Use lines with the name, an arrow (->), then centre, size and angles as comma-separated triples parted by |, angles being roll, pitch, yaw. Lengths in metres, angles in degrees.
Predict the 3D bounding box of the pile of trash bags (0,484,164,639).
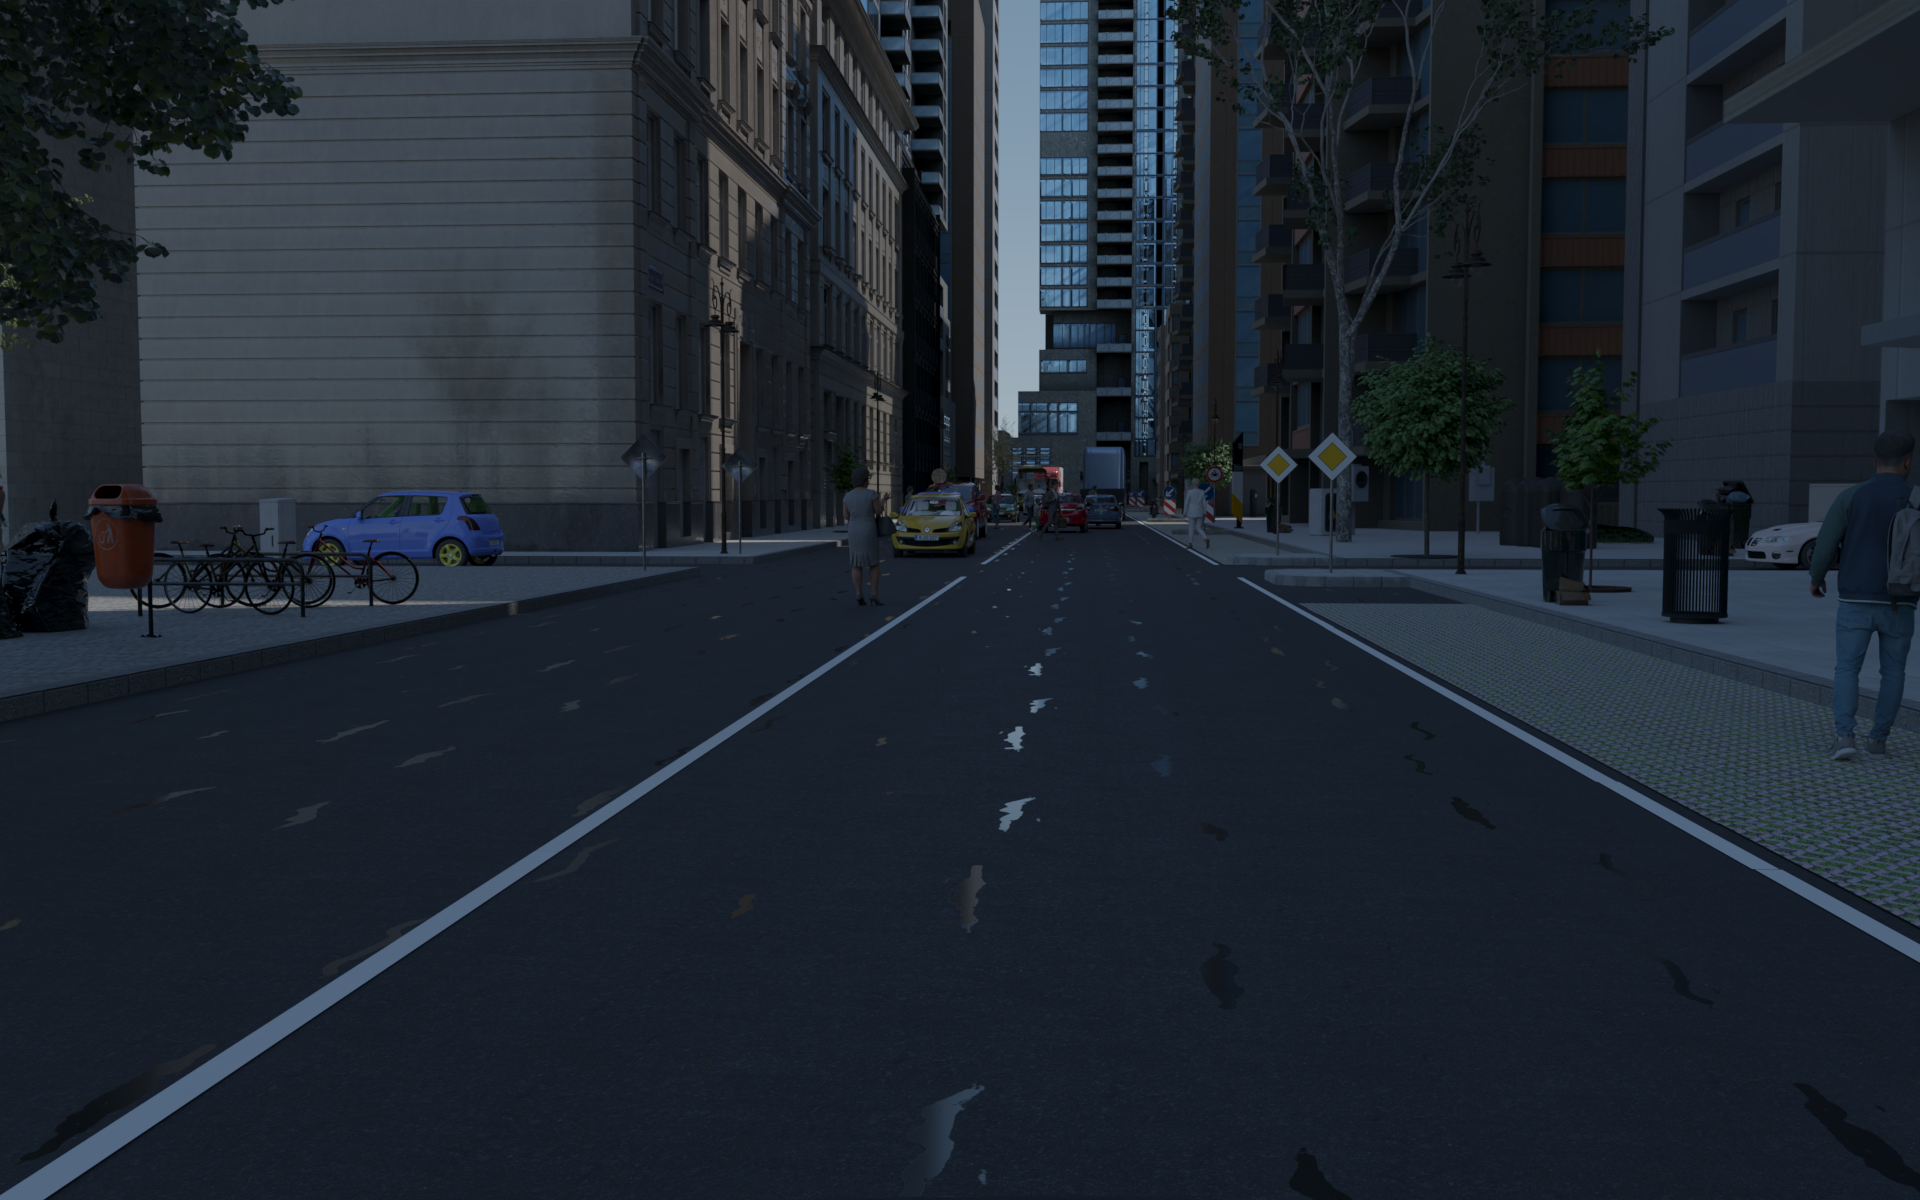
pile of trash bags -> -8.648, -0.371, 15.822 | 3.447, 1.369, 1.912 | 1, 4, 22

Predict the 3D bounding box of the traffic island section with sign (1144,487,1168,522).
traffic island section with sign -> 10.567, -4.886, 88.510 | 1.989, 1.847, 2.006 | 0, 4, 4

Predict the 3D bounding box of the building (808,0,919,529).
building -> -11.322, -14.953, 77.766 | 16.112, 22.955, 30.059 | 0, 4, 4

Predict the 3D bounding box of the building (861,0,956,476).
building -> -11.076, -49.813, 127.120 | 22.319, 86.520, 31.000 | 0, 4, 4

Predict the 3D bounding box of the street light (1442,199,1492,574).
street light -> 8.021, -3.350, 27.555 | 0.468, 5.910, 1.993 | 0, 4, 4

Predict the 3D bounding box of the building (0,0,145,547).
building -> -29.482, -11.596, 44.349 | 16.860, 20.320, 10.420 | 0, 4, 4

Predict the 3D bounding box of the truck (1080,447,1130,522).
truck -> 7.618, -6.333, 93.304 | 2.967, 4.110, 18.799 | 0, 4, 6

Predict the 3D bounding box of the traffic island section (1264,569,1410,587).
traffic island section -> 6.051, -0.361, 28.181 | 2.009, 0.180, 2.903 | 0, 4, 4

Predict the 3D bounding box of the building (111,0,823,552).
building -> -11.825, -15.455, 49.945 | 12.463, 27.353, 25.104 | 0, 4, 4

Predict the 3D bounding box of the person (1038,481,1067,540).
person -> 2.896, -2.801, 54.255 | 0.822, 1.834, 0.622 | 2, 4, 31

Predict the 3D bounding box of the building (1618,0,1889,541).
building -> 34.105, -30.649, 43.104 | 28.212, 58.520, 21.231 | 0, 4, 4

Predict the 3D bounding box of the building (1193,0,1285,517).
building -> 21.308, -27.677, 102.631 | 14.600, 45.320, 14.200 | 0, 4, 4

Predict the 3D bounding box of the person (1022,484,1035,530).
person -> 2.740, -3.744, 69.563 | 0.795, 1.843, 0.661 | 3, 5, 39

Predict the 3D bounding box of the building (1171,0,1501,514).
building -> 28.706, -29.713, 140.436 | 22.147, 44.769, 28.867 | 0, 4, 4

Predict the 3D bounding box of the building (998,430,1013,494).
building -> -7.725, -37.992, 210.401 | 27.495, 52.752, 28.713 | 0, 4, 4

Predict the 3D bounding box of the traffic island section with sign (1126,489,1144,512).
traffic island section with sign -> 14.254, -7.909, 137.939 | 1.989, 1.847, 2.006 | 0, 4, 4

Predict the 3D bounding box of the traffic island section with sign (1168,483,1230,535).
traffic island section with sign -> 8.557, -3.242, 61.629 | 1.989, 1.847, 2.006 | 0, 4, 4

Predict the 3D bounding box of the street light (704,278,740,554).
street light -> -5.081, -3.935, 37.130 | 0.468, 5.910, 1.993 | 0, 4, 4

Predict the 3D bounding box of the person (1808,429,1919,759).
person -> 4.959, -0.030, 9.341 | 0.623, 1.781, 0.721 | 1, 4, 12

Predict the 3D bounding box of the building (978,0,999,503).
building -> -10.273, -38.806, 176.471 | 28.212, 58.520, 21.231 | 0, 4, 4

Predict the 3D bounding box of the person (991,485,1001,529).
person -> 1.484, -3.849, 71.440 | 0.388, 1.821, 0.555 | -2, 4, -35

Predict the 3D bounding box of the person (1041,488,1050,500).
person -> 5.762, -6.443, 113.775 | 1.348, 1.831, 0.705 | -2, 4, -32

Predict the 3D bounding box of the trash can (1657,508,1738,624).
trash can -> 7.330, -0.343, 17.256 | 0.748, 1.137, 0.748 | 0, 3, 0

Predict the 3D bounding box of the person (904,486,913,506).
person -> -1.704, -3.056, 59.471 | 0.522, 1.701, 0.512 | -3, 5, -44

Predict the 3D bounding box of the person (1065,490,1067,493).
person -> 8.719, -8.160, 142.696 | 1.217, 1.735, 0.721 | 0, 4, 7

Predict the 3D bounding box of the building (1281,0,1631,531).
building -> 23.816, -25.479, 71.213 | 22.147, 44.769, 28.867 | 0, 4, 4

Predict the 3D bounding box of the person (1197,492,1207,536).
person -> 8.155, -2.913, 58.725 | 0.503, 1.515, 0.523 | 2, 4, 31

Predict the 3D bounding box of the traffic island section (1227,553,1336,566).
traffic island section -> 6.645, -0.848, 36.144 | 2.009, 0.180, 2.903 | 0, 4, 4

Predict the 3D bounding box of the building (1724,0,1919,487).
building -> 23.482, -25.775, 10.660 | 28.713, 52.752, 27.495 | 0, 4, 4

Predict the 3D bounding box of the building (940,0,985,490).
building -> -5.204, -30.634, 150.977 | 14.600, 45.320, 14.200 | 0, 4, 4

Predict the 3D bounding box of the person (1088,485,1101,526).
person -> 5.994, -4.261, 78.268 | 0.850, 1.850, 0.679 | 2, 4, 27

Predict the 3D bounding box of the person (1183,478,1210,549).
person -> 6.105, -2.216, 44.608 | 0.514, 1.842, 0.818 | -2, 4, -34

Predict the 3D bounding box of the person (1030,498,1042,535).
person -> 2.652, -2.911, 60.346 | 0.590, 1.304, 0.306 | -3, 4, -39

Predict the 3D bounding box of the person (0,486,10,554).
person -> -18.643, -1.527, 33.435 | 0.580, 1.828, 0.573 | 3, 4, 36

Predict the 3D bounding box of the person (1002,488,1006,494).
person -> 2.842, -6.130, 109.005 | 0.850, 1.792, 0.678 | 0, 4, 3

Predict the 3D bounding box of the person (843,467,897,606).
person -> -1.130, -0.823, 22.314 | 0.716, 1.782, 0.532 | 1, 4, 20

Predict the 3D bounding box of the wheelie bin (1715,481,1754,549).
wheelie bin -> 18.167, -2.005, 40.695 | 0.693, 1.594, 0.980 | -1, 4, -18

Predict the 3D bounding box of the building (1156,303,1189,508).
building -> 33.829, -19.902, 170.438 | 27.650, 21.520, 28.899 | 0, 4, 4

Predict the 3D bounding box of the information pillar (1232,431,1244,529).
information pillar -> 10.326, -4.468, 64.405 | 0.504, 3.616, 0.183 | -2, 4, -33

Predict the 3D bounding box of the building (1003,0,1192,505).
building -> 21.211, -54.522, 204.112 | 31.000, 86.520, 22.319 | 0, 4, 4

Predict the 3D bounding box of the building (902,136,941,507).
building -> -7.945, -16.562, 100.469 | 12.332, 23.373, 15.834 | 0, 4, 4

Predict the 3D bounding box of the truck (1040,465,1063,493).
truck -> 8.534, -10.938, 167.757 | 2.839, 4.237, 11.283 | 0, 4, 6
